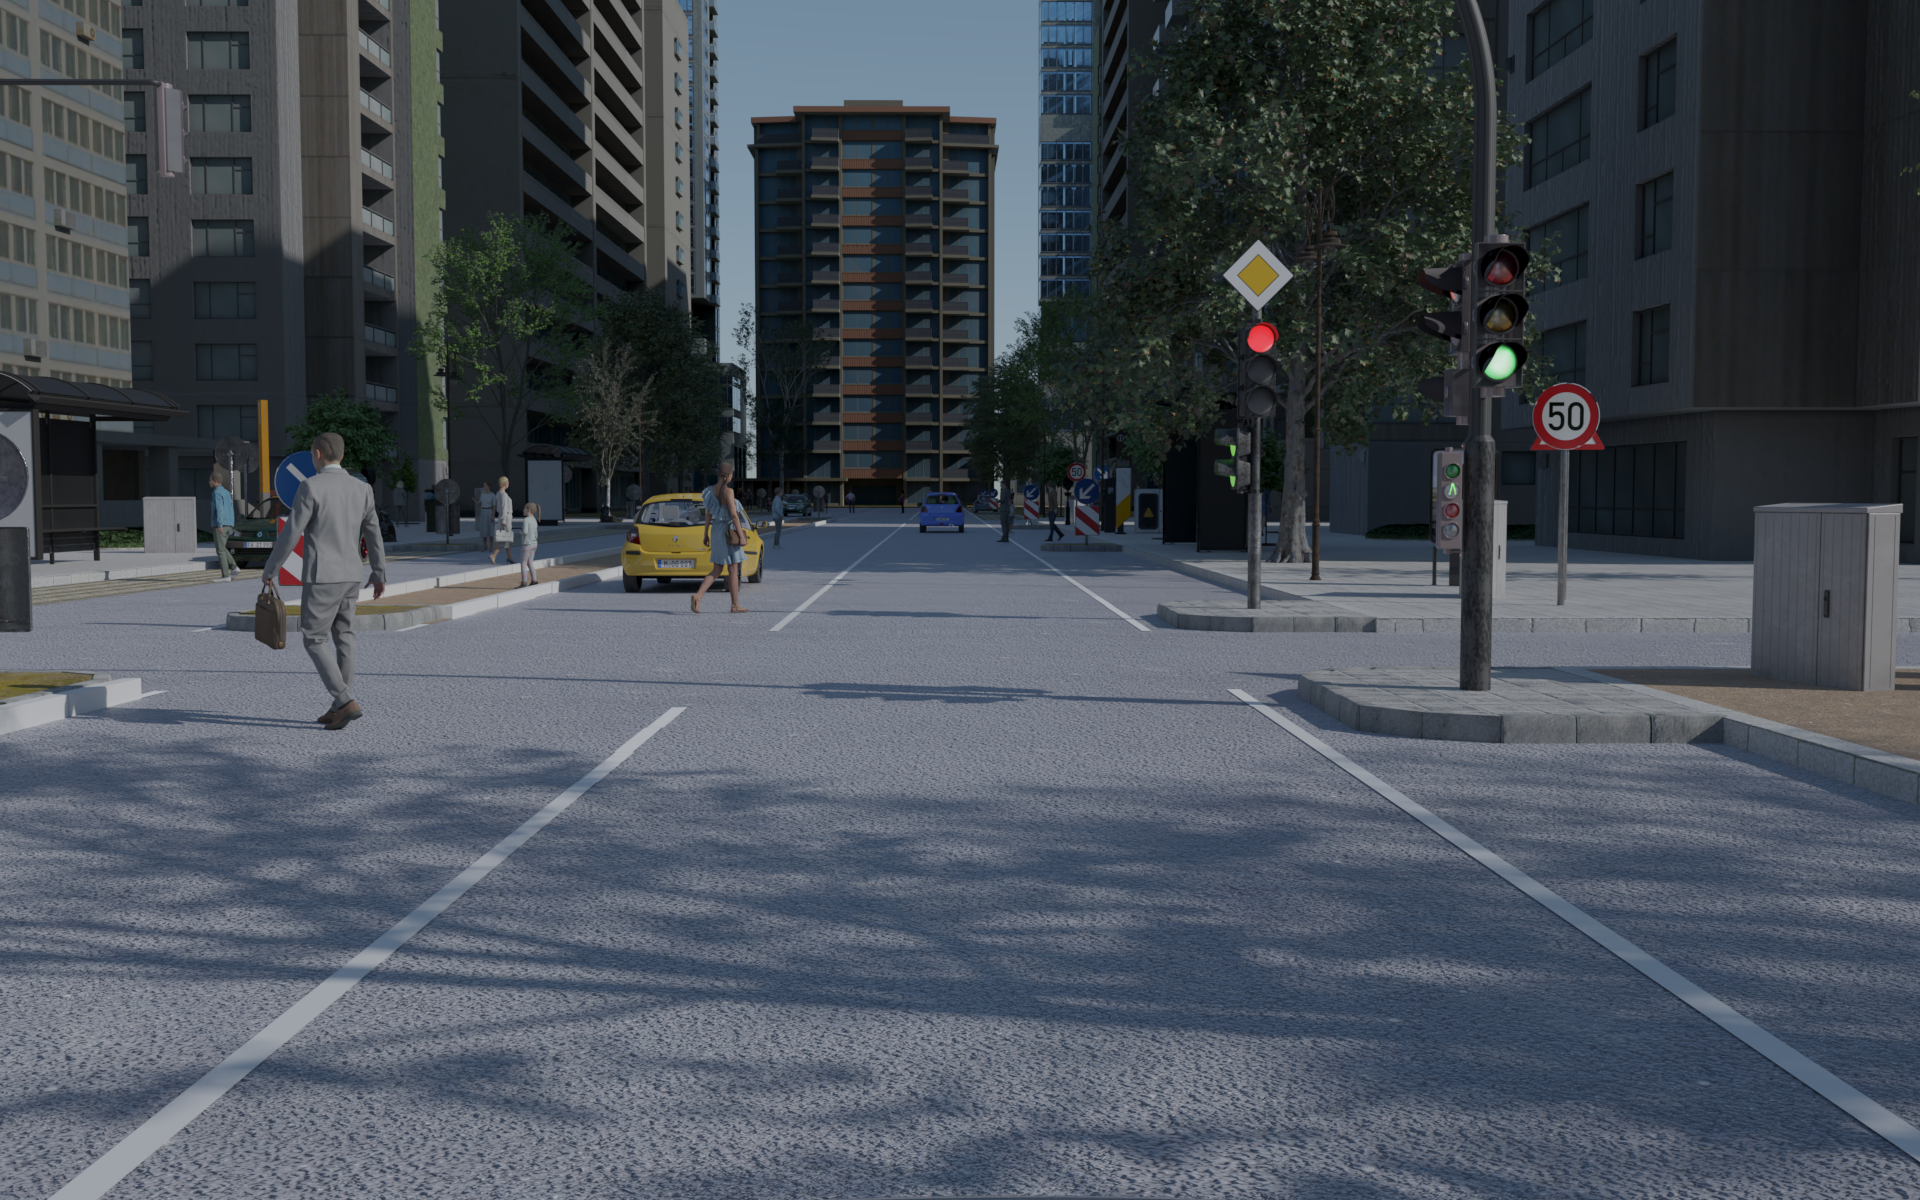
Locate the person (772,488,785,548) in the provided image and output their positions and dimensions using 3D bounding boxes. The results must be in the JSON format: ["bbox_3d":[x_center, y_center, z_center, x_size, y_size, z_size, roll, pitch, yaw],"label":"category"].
[{"bbox_3d":[-4.792,-2.164,45.696,0.330,1.601,0.589,0,4,-7],"label":"person"}]

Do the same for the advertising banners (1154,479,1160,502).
[{"bbox_3d":[6.530,-3.567,54.503,0.090,3.025,2.074,-1,4,-22],"label":"advertising banners"}]

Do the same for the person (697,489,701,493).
[{"bbox_3d":[-22.907,-8.953,153.144,0.721,1.743,1.217,0,4,-3],"label":"person"}]

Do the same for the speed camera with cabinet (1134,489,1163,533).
[{"bbox_3d":[6.716,-3.801,56.480,2.038,3.252,0.660,0,4,6],"label":"speed camera with cabinet"}]

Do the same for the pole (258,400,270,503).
[{"bbox_3d":[-15.125,-2.680,37.656,0.158,3.312,0.155,0,3,0],"label":"pole"}]

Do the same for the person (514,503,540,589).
[{"bbox_3d":[-6.474,-0.802,25.885,0.394,1.301,0.425,0,4,-5],"label":"person"}]

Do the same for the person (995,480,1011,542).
[{"bbox_3d":[1.262,-2.656,51.736,0.447,1.846,0.655,1,4,18],"label":"person"}]

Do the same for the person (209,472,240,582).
[{"bbox_3d":[-11.949,-1.178,28.108,0.444,1.785,0.601,0,4,7],"label":"person"}]

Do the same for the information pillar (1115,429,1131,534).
[{"bbox_3d":[5.194,-3.898,55.081,0.504,3.616,0.183,2,4,26],"label":"information pillar"}]

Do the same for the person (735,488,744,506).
[{"bbox_3d":[-16.506,-7.518,129.476,0.721,1.766,1.217,-3,5,-40],"label":"person"}]

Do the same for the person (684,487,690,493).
[{"bbox_3d":[-19.980,-7.359,126.358,1.348,1.824,0.705,3,4,37],"label":"person"}]

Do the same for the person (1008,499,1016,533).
[{"bbox_3d":[1.901,-3.116,64.127,0.332,1.250,0.352,2,4,29],"label":"person"}]

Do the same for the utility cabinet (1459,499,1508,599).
[{"bbox_3d":[6.530,-0.638,21.586,0.306,1.237,1.020,2,4,34],"label":"utility cabinet"}]

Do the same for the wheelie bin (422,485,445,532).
[{"bbox_3d":[-17.691,-3.082,58.294,0.693,1.594,0.980,0,4,-6],"label":"wheelie bin"}]

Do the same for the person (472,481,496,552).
[{"bbox_3d":[-11.748,-2.065,42.828,0.480,1.755,0.524,1,4,15],"label":"person"}]

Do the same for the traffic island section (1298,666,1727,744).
[{"bbox_3d":[3.395,0.666,11.390,2.009,0.180,2.903,0,4,-1],"label":"traffic island section"}]

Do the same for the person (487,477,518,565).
[{"bbox_3d":[-9.277,-1.603,35.064,0.624,1.780,0.694,-1,4,-19],"label":"person"}]

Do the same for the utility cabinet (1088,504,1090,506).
[{"bbox_3d":[5.962,-4.237,80.438,1.020,1.237,0.306,-3,5,-39],"label":"utility cabinet"}]

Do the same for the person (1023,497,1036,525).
[{"bbox_3d":[3.229,-4.340,80.300,0.563,1.720,0.643,1,4,12],"label":"person"}]

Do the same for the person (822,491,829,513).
[{"bbox_3d":[-10.032,-7.282,129.022,0.415,1.643,0.593,3,5,40],"label":"person"}]

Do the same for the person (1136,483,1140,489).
[{"bbox_3d":[8.445,-4.621,81.622,0.581,1.822,0.654,-3,5,-39],"label":"person"}]

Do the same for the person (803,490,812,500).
[{"bbox_3d":[-14.846,-9.618,165.832,1.350,1.814,0.705,1,4,20],"label":"person"}]

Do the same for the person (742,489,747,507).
[{"bbox_3d":[-21.124,-9.892,168.324,0.990,1.755,0.434,1,4,9],"label":"person"}]

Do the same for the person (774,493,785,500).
[{"bbox_3d":[-17.113,-9.746,165.371,1.348,1.826,0.705,2,4,25],"label":"person"}]

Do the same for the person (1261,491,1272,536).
[{"bbox_3d":[9.245,-2.876,53.095,0.581,1.822,0.654,2,4,32],"label":"person"}]

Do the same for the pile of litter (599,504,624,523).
[{"bbox_3d":[-15.819,-3.941,78.403,1.176,0.858,1.719,0,4,0],"label":"pile of litter"}]

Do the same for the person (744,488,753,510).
[{"bbox_3d":[-17.210,-8.218,140.943,0.617,1.759,0.750,1,4,11],"label":"person"}]

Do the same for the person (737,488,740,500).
[{"bbox_3d":[-20.693,-9.514,161.674,0.705,1.814,1.350,-1,4,-23],"label":"person"}]

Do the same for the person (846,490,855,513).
[{"bbox_3d":[-8.286,-7.464,131.481,0.756,1.711,0.436,1,4,17],"label":"person"}]

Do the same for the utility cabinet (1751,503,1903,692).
[{"bbox_3d":[5.836,-0.035,11.730,0.306,1.237,1.020,-1,4,-16],"label":"utility cabinet"}]

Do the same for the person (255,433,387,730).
[{"bbox_3d":[-3.926,-0.129,10.738,0.853,1.813,0.709,2,4,31],"label":"person"}]

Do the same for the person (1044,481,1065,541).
[{"bbox_3d":[2.841,-2.712,52.747,0.836,1.842,0.656,-3,4,-38],"label":"person"}]

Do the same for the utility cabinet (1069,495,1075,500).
[{"bbox_3d":[6.243,-5.036,93.498,1.020,1.237,0.306,-3,4,-36],"label":"utility cabinet"}]

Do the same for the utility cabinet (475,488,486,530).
[{"bbox_3d":[-16.670,-3.163,60.390,0.318,1.500,1.173,-2,4,-25],"label":"utility cabinet"}]

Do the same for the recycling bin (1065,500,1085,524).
[{"bbox_3d":[4.950,-3.756,73.967,0.722,1.027,0.722,-2,4,-29],"label":"recycling bin"}]

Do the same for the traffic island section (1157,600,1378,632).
[{"bbox_3d":[3.310,0.178,19.375,2.009,0.180,2.903,0,4,-1],"label":"traffic island section"}]

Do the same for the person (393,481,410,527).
[{"bbox_3d":[-21.686,-3.724,67.112,0.537,1.800,0.526,1,4,18],"label":"person"}]

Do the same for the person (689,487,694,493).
[{"bbox_3d":[-19.966,-7.467,128.074,1.348,1.831,0.705,0,4,3],"label":"person"}]

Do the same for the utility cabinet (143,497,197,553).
[{"bbox_3d":[-17.205,-1.624,37.717,1.020,1.237,0.306,-1,4,-16],"label":"utility cabinet"}]

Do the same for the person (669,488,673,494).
[{"bbox_3d":[-23.357,-8.129,139.467,0.721,1.766,1.217,-2,4,-29],"label":"person"}]

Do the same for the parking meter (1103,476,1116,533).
[{"bbox_3d":[4.949,-3.161,57.390,0.399,1.863,0.255,0,4,-8],"label":"parking meter"}]

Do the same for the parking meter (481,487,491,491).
[{"bbox_3d":[-16.893,-3.263,61.767,0.372,1.533,0.369,0,3,0],"label":"parking meter"}]

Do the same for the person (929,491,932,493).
[{"bbox_3d":[-2.829,-9.329,161.752,0.721,1.736,1.217,-1,4,-9],"label":"person"}]

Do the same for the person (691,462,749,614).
[{"bbox_3d":[-2.825,-0.738,20.666,0.778,1.811,0.616,-3,5,-43],"label":"person"}]

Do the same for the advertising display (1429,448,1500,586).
[{"bbox_3d":[7.018,-1.156,24.122,0.974,1.923,0.123,3,5,40],"label":"advertising display"}]

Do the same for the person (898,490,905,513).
[{"bbox_3d":[-4.336,-7.308,128.671,0.721,1.739,1.217,1,4,18],"label":"person"}]
